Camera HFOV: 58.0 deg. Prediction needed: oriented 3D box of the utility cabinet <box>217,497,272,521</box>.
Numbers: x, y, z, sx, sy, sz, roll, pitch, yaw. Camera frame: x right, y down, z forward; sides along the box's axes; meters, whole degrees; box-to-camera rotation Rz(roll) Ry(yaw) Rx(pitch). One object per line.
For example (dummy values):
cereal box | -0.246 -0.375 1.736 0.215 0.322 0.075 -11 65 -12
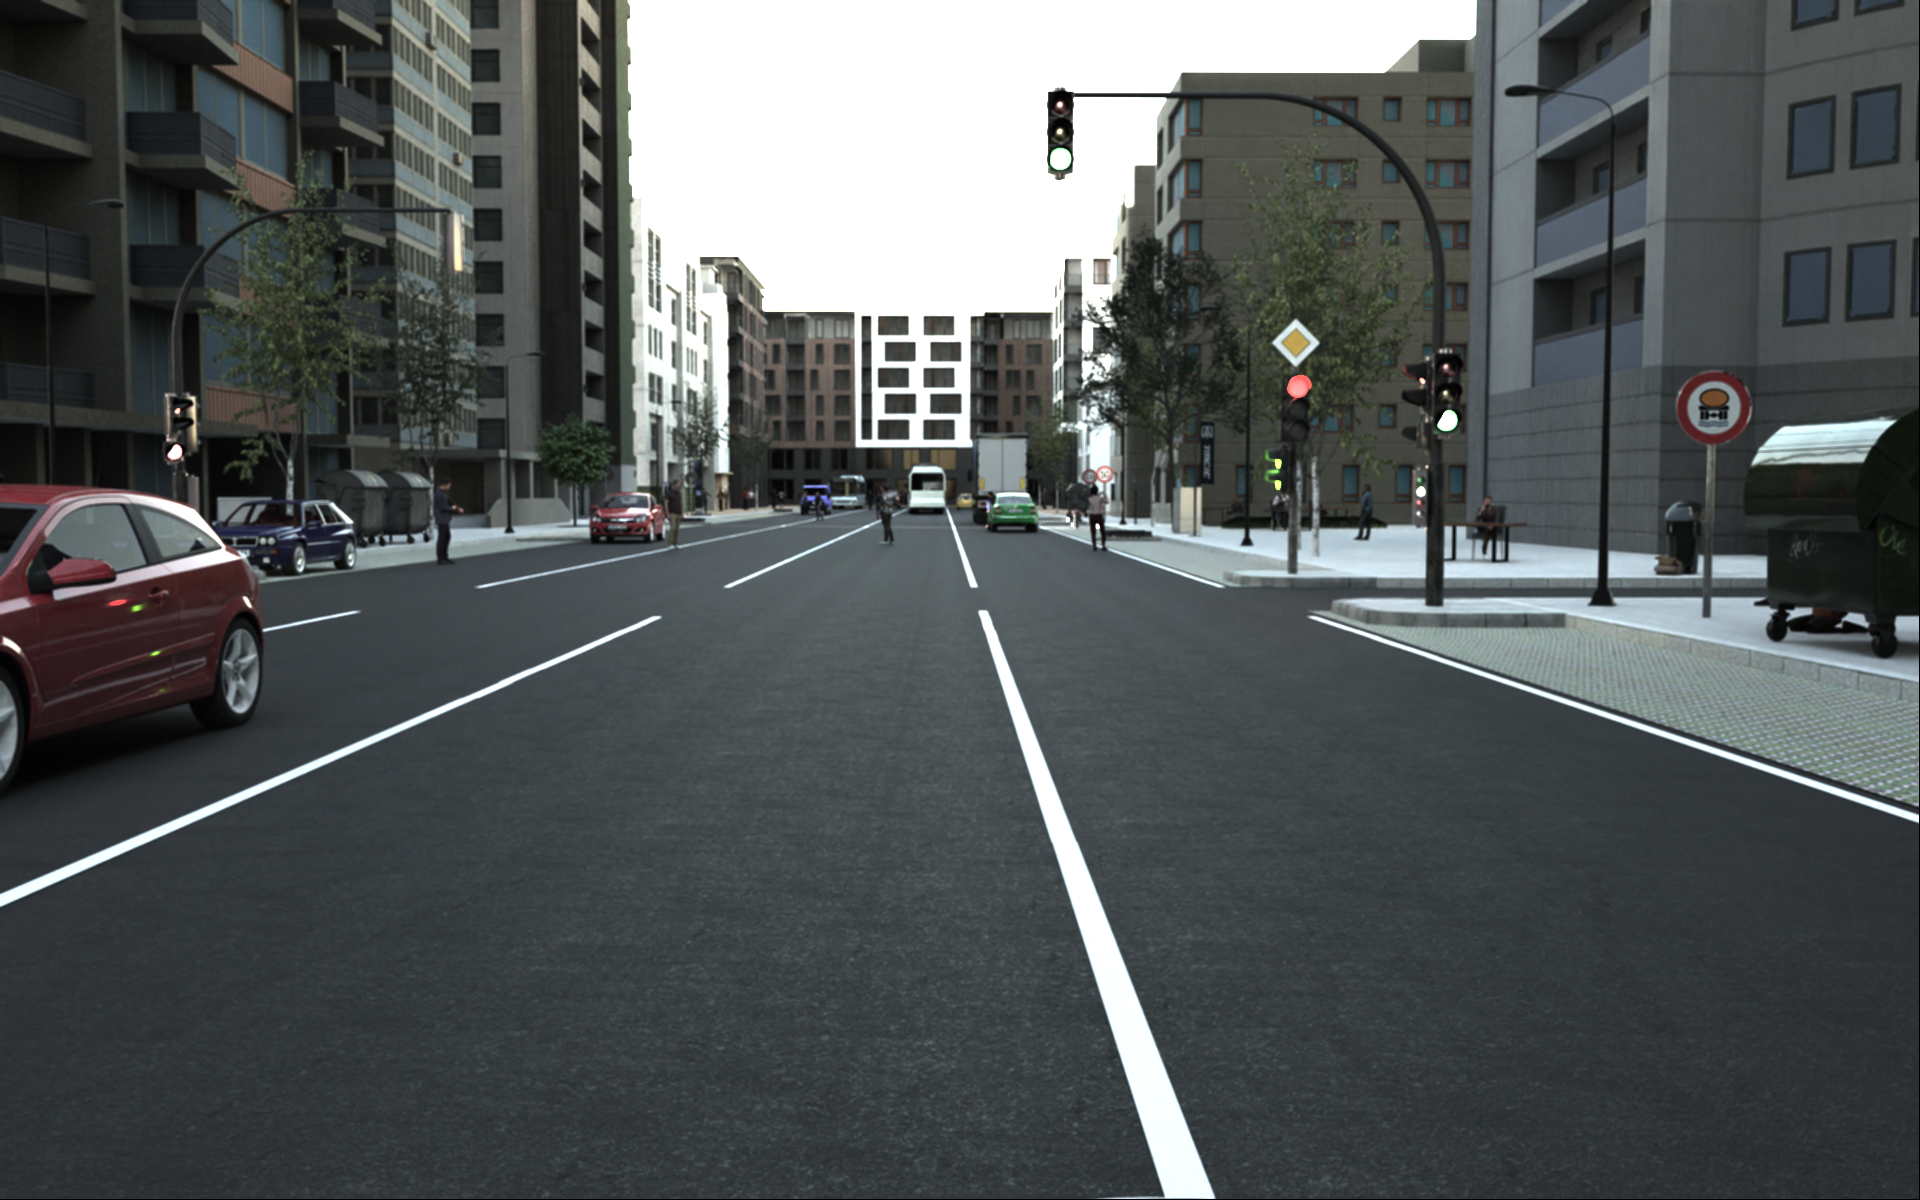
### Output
utility cabinet | -14.440 -1.457 34.987 1.020 1.237 0.306 -2 4 -25

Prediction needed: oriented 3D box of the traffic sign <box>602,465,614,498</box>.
traffic sign | -15.426 -4.600 75.323 0.768 2.556 0.104 0 4 5

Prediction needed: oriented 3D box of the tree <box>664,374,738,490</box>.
tree | -16.145 -9.581 107.011 4.360 8.622 3.978 0 3 0

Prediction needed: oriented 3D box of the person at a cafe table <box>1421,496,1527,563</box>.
person at a cafe table | 10.016 -1.374 33.323 1.698 1.238 1.726 3 4 36

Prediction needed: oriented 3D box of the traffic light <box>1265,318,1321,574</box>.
traffic light | 5.339 -2.377 27.789 0.839 4.253 0.868 0 4 -1

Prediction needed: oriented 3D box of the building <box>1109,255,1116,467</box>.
building | 17.752 -15.519 110.160 16.016 20.091 11.380 0 4 -1

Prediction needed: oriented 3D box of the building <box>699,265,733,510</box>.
building | -26.960 -17.416 141.169 16.016 20.091 11.380 0 4 -1

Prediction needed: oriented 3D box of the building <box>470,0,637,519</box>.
building | -25.262 -19.492 90.388 14.160 30.474 14.107 0 4 -1

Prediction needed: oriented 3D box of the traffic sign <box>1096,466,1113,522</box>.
traffic sign | 6.523 -4.771 78.115 0.768 2.556 0.104 0 4 5

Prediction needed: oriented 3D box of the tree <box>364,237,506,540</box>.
tree | -14.925 -6.018 48.756 4.360 8.622 3.978 0 3 0

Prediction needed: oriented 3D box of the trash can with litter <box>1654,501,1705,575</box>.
trash can with litter | 11.512 -0.994 27.637 0.624 1.170 1.055 3 5 40

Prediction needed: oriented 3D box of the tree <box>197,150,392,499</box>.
tree | -14.652 -5.353 37.876 4.737 8.622 4.395 0 3 0

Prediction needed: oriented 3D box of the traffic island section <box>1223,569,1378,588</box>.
traffic island section | 5.379 -0.344 27.903 2.009 0.180 2.903 0 4 -1

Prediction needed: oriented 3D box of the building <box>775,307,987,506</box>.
building | -13.777 -21.986 203.452 32.646 21.610 27.936 0 4 -1

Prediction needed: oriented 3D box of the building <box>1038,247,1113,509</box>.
building | 22.366 -19.338 160.154 27.936 21.610 32.646 0 4 -1

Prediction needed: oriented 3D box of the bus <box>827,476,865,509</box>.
bus | -10.929 -10.620 168.499 2.948 3.499 13.247 0 4 1

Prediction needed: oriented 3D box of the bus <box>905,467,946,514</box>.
bus | -2.549 -8.128 127.751 2.948 3.499 13.247 0 4 -2

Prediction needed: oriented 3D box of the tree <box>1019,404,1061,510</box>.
tree | 6.402 -11.613 140.239 4.360 8.622 3.978 0 3 0

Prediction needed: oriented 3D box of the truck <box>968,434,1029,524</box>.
truck | 1.887 -5.929 85.854 2.839 4.237 11.283 0 4 -1

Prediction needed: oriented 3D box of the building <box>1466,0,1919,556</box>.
building | 28.638 -30.418 39.330 28.212 58.520 21.231 0 4 -1

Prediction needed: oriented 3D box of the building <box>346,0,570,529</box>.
building | -33.799 -23.162 70.581 32.217 40.220 23.993 0 4 -1

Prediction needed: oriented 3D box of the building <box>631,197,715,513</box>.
building | -27.386 -15.444 118.973 16.747 18.905 31.486 0 4 -1

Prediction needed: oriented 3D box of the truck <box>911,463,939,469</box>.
truck | -3.344 -10.696 163.800 2.839 4.237 11.283 0 4 -2

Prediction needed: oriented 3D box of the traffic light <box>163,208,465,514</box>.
traffic light | -10.330 -3.240 27.644 4.771 5.953 1.251 0 4 -1

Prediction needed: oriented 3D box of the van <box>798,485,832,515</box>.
van | -10.064 -7.146 121.220 2.240 2.365 5.245 0 4 -1

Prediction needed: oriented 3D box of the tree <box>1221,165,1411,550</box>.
tree | 8.049 -5.473 39.851 4.360 8.622 3.978 0 3 0

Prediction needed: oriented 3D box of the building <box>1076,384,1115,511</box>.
building | 14.332 -11.498 130.133 9.099 9.664 28.070 0 4 -1

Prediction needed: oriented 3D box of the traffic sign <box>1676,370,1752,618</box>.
traffic sign | 7.765 -1.091 17.936 0.768 2.556 0.104 0 4 2

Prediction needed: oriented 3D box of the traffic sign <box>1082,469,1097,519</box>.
traffic sign | 6.666 -5.433 88.937 0.768 2.556 0.104 0 4 8

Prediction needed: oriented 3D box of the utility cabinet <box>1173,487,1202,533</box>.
utility cabinet | 7.367 -2.908 56.231 0.318 1.500 1.173 3 5 43

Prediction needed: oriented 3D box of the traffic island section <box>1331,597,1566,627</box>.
traffic island section | 5.463 0.145 19.918 2.009 0.180 2.903 0 4 -1

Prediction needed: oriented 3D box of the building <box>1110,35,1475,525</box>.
building | 22.704 -14.721 85.724 27.650 21.520 28.899 0 4 -1

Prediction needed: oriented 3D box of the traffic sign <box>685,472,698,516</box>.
traffic sign | -15.444 -6.083 99.569 0.768 2.556 0.104 0 4 8

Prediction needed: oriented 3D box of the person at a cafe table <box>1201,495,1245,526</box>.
person at a cafe table | 10.572 -3.562 69.102 1.726 1.238 1.698 1 4 17

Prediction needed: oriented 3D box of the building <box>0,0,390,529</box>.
building | -28.323 -23.822 44.117 22.147 44.769 28.867 0 4 -1

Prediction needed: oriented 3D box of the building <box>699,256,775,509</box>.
building | -35.382 -19.480 162.469 32.646 21.610 27.936 0 4 -1

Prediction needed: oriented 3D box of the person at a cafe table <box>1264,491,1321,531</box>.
person at a cafe table | 11.521 -3.208 60.960 1.698 1.524 1.622 -1 4 -22

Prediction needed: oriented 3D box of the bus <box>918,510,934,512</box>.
bus | -2.828 -8.982 141.716 2.948 3.499 13.247 0 4 -2

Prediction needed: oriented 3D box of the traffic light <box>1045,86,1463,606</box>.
traffic light | 3.332 -2.751 19.641 4.771 5.953 1.251 0 4 -1

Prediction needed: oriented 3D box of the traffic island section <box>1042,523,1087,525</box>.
traffic island section | 4.824 -3.526 80.521 1.991 0.108 1.994 0 4 -1

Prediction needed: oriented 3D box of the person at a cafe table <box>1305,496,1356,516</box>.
person at a cafe table | 14.582 -3.567 69.174 1.698 1.238 1.726 -1 4 -23

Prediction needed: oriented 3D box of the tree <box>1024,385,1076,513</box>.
tree | 6.285 -10.074 115.077 4.737 8.622 4.395 0 3 0

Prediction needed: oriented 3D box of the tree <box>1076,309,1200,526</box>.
tree | 7.776 -7.204 68.145 4.737 8.622 4.395 0 3 0

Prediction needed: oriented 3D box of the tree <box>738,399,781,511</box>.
tree | -15.939 -11.203 133.529 4.360 8.622 3.978 0 3 0

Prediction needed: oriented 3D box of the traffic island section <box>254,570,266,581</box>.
traffic island section | -12.461 -0.333 27.722 2.009 0.180 2.903 0 4 -1

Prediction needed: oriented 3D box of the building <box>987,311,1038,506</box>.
building | 18.862 -22.034 204.227 32.646 21.610 27.936 0 4 -1

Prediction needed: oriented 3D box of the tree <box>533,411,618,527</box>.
tree | -15.151 -5.178 68.379 4.285 4.588 4.351 0 3 0

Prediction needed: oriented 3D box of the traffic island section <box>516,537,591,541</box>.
traffic island section | -12.403 -1.852 53.154 1.991 0.108 1.994 0 4 -1

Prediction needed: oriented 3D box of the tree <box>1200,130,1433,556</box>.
tree | 7.381 -5.197 35.335 4.737 8.622 4.395 0 3 0

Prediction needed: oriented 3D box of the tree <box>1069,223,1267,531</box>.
tree | 7.192 -7.688 60.114 7.601 10.594 8.767 1 4 12

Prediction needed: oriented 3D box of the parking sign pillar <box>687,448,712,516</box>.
parking sign pillar | -15.303 -6.914 101.508 1.447 3.967 1.447 0 4 -6
